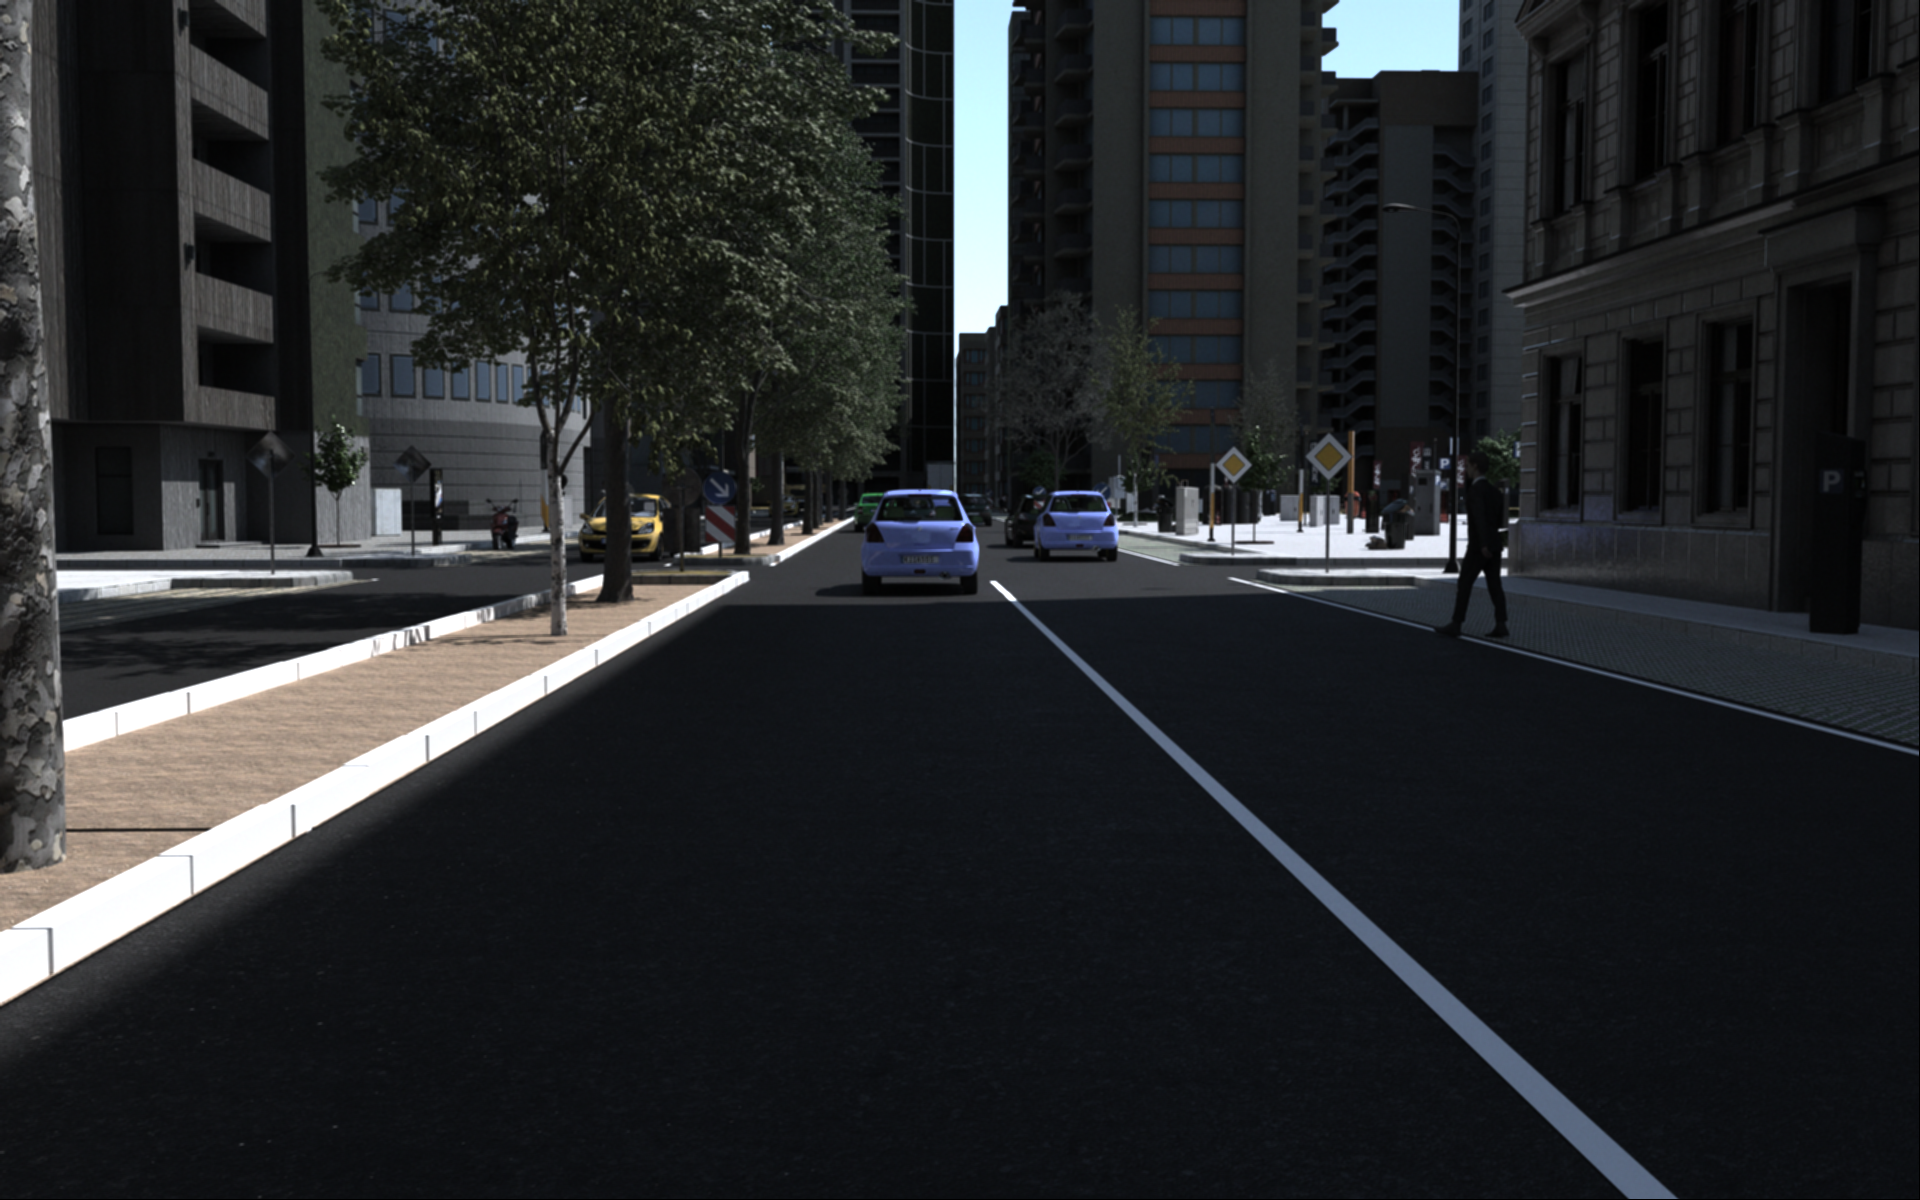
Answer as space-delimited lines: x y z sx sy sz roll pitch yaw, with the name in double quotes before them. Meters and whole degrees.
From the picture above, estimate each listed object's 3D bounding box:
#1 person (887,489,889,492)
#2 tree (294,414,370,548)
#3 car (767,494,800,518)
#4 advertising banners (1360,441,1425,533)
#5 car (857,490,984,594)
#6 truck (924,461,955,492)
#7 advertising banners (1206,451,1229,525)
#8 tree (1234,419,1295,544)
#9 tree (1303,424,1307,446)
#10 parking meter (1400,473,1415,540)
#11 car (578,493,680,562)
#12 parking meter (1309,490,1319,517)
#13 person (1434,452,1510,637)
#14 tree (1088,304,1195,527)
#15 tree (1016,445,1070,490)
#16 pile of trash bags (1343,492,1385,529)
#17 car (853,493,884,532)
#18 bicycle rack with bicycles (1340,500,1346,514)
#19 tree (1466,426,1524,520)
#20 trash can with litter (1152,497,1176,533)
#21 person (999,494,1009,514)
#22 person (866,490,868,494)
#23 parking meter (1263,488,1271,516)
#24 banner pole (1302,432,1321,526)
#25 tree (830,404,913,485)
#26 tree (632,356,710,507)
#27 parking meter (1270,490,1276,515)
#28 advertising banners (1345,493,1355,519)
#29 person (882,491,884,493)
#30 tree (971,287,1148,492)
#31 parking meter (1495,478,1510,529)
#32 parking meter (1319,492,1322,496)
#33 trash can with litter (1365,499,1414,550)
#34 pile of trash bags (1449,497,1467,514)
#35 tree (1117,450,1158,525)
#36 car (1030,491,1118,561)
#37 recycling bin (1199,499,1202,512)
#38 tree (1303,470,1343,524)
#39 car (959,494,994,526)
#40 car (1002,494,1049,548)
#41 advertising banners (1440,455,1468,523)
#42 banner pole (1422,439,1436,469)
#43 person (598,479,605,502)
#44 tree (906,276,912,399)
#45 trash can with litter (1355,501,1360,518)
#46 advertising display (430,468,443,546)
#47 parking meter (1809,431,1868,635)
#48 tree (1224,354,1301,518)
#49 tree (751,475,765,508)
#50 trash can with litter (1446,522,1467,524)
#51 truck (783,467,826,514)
"person" -5.928 -8.107 140.911 0.709 1.838 0.599 3 4 36
"tree" -15.149 -2.881 41.712 1.663 3.219 1.824 0 3 0
"car" -10.659 -5.789 104.879 2.015 1.641 3.980 0 4 -3
"advertising banners" 14.321 -3.729 57.150 2.074 3.025 0.090 0 4 -7
"car" -0.598 -1.010 26.101 1.945 1.707 3.694 0 4 -1
"truck" -1.801 -10.054 153.301 2.839 4.237 11.283 0 4 -1
"advertising banners" 10.641 -4.594 71.307 0.090 3.025 2.074 -1 4 -17
"tree" 7.581 -3.067 44.743 1.663 3.219 1.824 0 3 0
"tree" 19.632 -9.749 109.759 4.360 8.622 3.978 0 3 0
"parking meter" 12.433 -2.595 48.135 0.255 1.863 0.399 3 5 44
"car" -7.210 -1.699 38.002 2.015 1.641 3.980 0 4 0
"parking meter" 19.424 -5.481 95.330 0.255 1.863 0.399 2 4 35
"person" 5.129 -0.550 17.264 0.659 1.850 0.755 -3 5 -42
"tree" 6.859 -7.127 66.884 4.737 8.622 4.395 0 3 0
"tree" 5.490 -7.916 113.146 4.285 4.588 4.351 0 3 0
"pile of trash bags" 15.736 -3.271 63.238 3.447 1.369 1.912 1 4 21
"car" -3.117 -3.518 66.309 1.959 1.807 4.718 0 4 -2
"bicycle rack with bicycles" 23.852 -5.911 110.023 2.925 0.926 2.852 -3 4 -39
"tree" 26.566 -6.204 85.142 4.285 4.588 4.351 0 3 0
"trash can with litter" 6.968 -2.835 57.746 1.055 1.170 0.624 -3 5 -40
"person" 3.167 -6.886 124.271 0.799 1.438 0.628 0 4 7
"person" -9.947 -10.866 186.182 1.348 1.821 0.705 1 4 15
"parking meter" 18.083 -5.889 101.998 0.399 1.863 0.255 -1 4 -22
"banner pole" 14.194 -4.893 70.019 0.863 3.779 0.401 2 4 30
"tree" -6.956 -10.140 102.666 8.767 10.594 7.601 0 4 -2
"tree" -15.495 -8.758 93.556 4.360 8.622 3.978 0 3 0
"parking meter" 18.926 -5.896 104.804 0.372 1.533 0.369 0 3 0
"advertising banners" 20.910 -5.717 89.657 2.074 3.025 0.090 -1 4 -14
"person" -7.991 -10.376 178.860 1.217 1.743 0.721 -1 4 -19
"tree" 5.788 -11.700 101.660 12.009 13.543 11.850 0 3 0
"parking meter" 20.013 -3.551 63.770 0.399 1.863 0.255 -3 4 -37
"parking meter" 22.385 -6.241 107.755 0.255 1.863 0.399 2 4 23
"trash can with litter" 9.936 -1.755 40.084 1.055 1.170 0.624 -2 4 -31
"pile of trash bags" 31.982 -6.164 110.535 1.912 1.369 3.447 3 5 40
"tree" 7.226 -4.763 72.473 1.663 3.219 1.824 0 3 0
"car" 2.519 -1.753 38.248 1.945 1.707 3.694 0 4 0
"recycling bin" 12.645 -4.826 91.451 0.722 1.027 0.722 3 5 41
"tree" 15.551 -4.894 74.614 1.663 3.219 1.824 0 3 0
"car" 0.555 -4.203 78.505 2.009 1.686 4.222 0 4 -1
"car" 2.197 -2.300 47.392 2.009 1.686 4.222 0 4 -3
"advertising banners" 21.601 -4.967 77.406 2.074 3.025 0.090 1 4 11
"banner pole" 21.404 -5.436 78.903 0.401 3.779 0.863 -3 5 -44
"person" -8.567 -2.051 42.135 0.767 1.812 0.694 0 4 -5
"tree" -5.281 -7.844 48.837 7.486 12.596 7.792 0 3 0
"trash can with litter" 21.475 -5.002 93.164 0.624 1.170 1.055 -3 5 -41
"advertising display" -13.124 -2.338 43.435 0.123 1.923 0.974 0 4 -6
"parking meter" 8.076 -0.624 15.920 0.255 1.863 0.399 -2 4 -35
"tree" 16.025 -8.676 92.208 4.360 8.622 3.978 0 3 0
"tree" -18.484 -9.923 156.835 1.663 3.219 1.824 0 3 0
"trash can with litter" 21.856 -3.858 74.136 2.233 1.210 1.678 0 4 1
"truck" -11.215 -7.892 124.962 3.469 3.379 9.791 0 4 -2
